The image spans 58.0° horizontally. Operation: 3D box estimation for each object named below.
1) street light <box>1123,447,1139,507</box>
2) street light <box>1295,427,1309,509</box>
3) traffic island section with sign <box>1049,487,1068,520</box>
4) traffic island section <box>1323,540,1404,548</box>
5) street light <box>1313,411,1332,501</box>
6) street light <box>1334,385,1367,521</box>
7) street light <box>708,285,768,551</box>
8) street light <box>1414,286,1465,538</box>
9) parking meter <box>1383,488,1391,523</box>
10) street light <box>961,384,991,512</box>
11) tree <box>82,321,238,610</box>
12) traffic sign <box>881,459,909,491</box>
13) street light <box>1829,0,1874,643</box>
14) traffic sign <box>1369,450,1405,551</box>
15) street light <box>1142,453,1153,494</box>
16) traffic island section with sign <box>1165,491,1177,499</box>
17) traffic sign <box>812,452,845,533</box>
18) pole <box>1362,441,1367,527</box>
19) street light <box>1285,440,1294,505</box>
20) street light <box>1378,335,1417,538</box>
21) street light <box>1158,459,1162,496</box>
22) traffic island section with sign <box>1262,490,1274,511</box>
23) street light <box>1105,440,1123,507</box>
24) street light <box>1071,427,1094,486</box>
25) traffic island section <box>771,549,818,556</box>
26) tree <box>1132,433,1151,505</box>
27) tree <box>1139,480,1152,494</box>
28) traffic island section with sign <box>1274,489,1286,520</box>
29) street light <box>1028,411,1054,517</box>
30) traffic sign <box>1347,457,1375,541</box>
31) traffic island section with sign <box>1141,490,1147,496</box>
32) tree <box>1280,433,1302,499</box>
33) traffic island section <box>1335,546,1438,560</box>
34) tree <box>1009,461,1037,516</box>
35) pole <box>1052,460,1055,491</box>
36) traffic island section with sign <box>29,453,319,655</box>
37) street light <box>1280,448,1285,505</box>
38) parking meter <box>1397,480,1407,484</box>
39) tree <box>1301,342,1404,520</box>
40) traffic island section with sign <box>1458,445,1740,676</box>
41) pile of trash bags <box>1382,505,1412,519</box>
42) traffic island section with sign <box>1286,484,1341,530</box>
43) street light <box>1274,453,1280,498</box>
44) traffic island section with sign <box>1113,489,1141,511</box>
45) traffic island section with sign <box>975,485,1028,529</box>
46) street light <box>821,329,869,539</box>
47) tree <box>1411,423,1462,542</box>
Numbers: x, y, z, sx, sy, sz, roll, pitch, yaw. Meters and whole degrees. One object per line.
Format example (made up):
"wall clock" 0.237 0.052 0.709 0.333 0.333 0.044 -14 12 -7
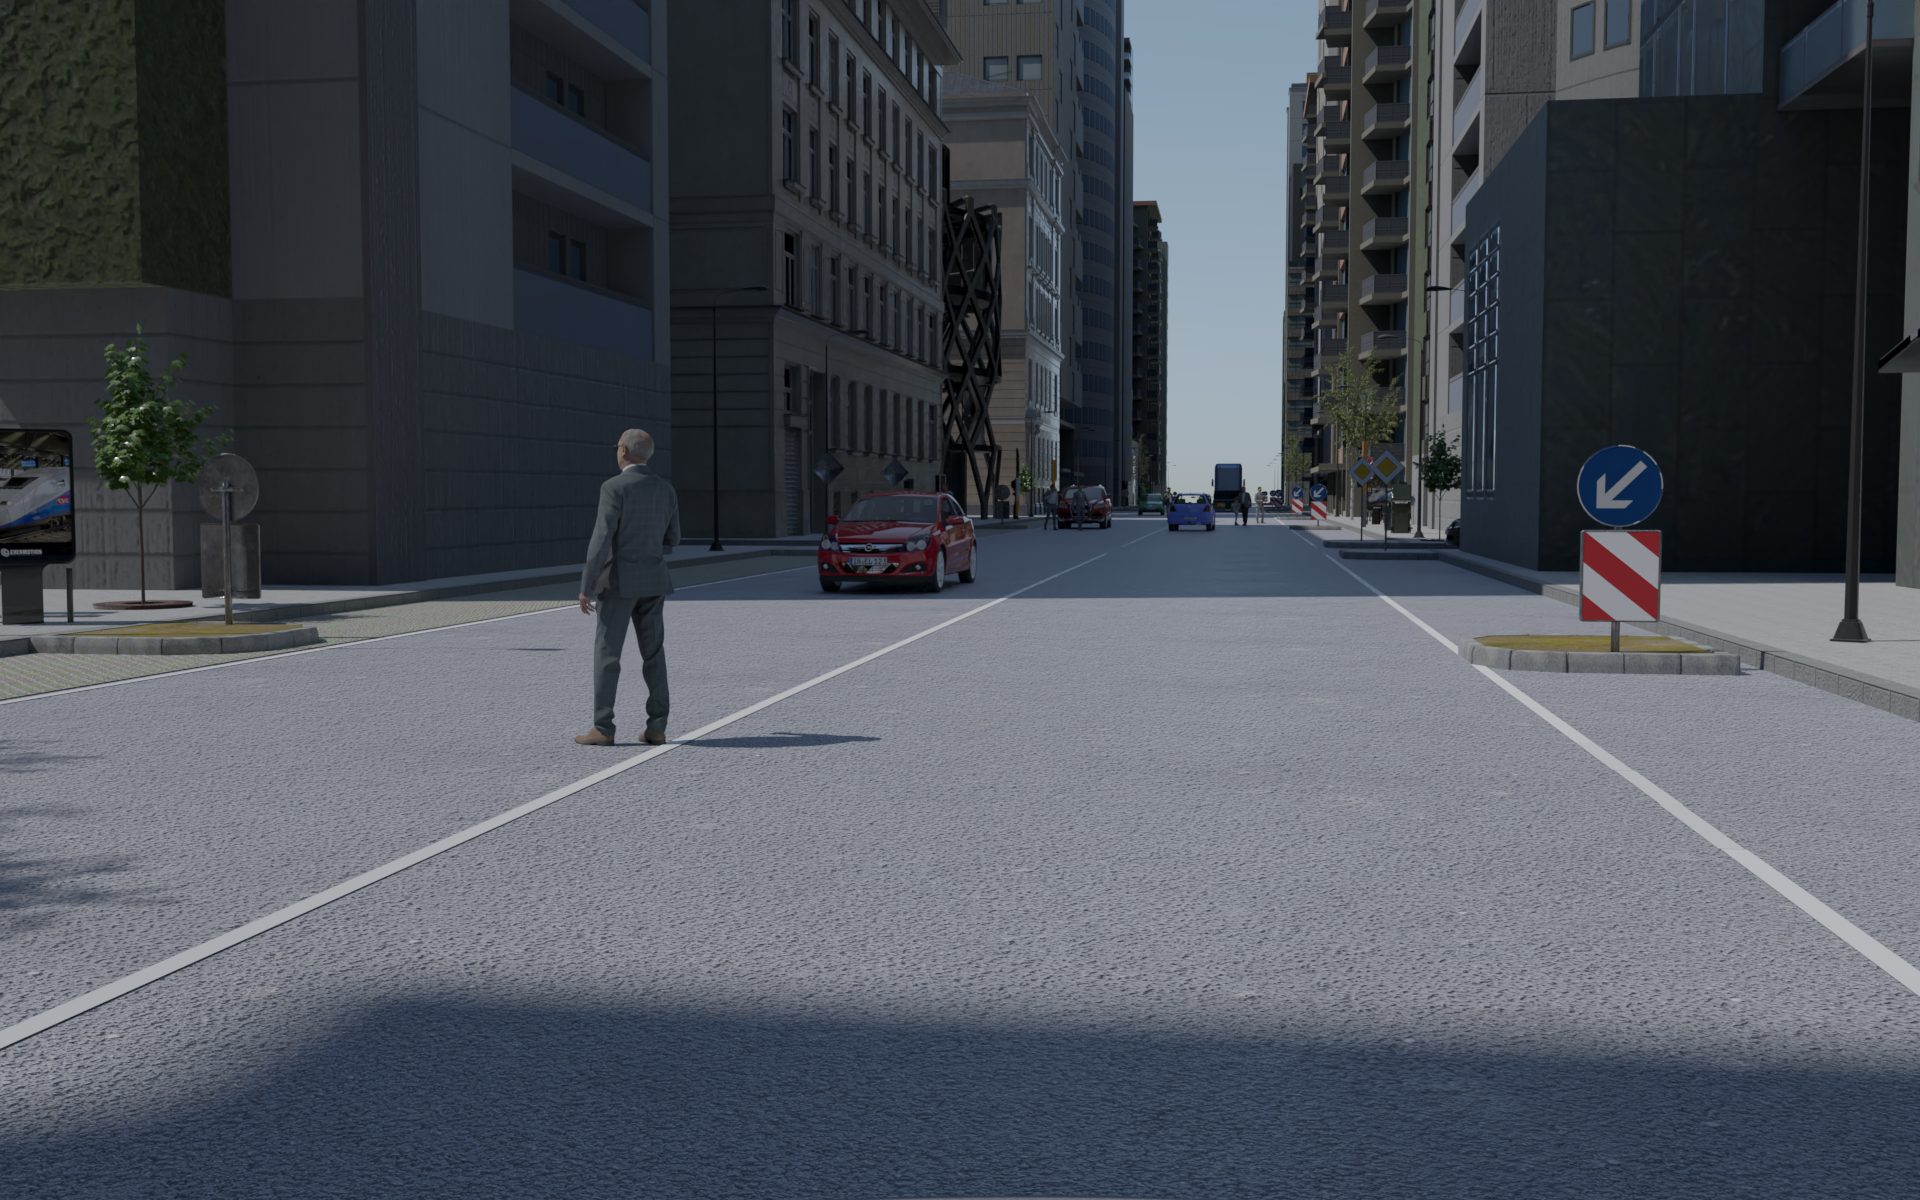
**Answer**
"street light" 16.876 -12.222 172.367 1.470 5.913 1.316 1 4 9
"street light" 25.242 -9.372 125.779 1.470 5.913 1.316 1 4 9
"traffic island section with sign" 6.069 -5.450 97.734 1.989 1.847 2.006 1 4 9
"traffic island section" 10.906 -1.510 46.963 2.009 0.180 2.903 1 4 9
"street light" 20.673 -7.630 97.290 1.470 5.913 1.316 1 4 9
"street light" 16.746 -6.202 73.943 1.470 5.913 1.316 1 4 9
"street light" -4.958 -4.049 38.749 1.470 5.913 1.316 1 4 9
"street light" 11.071 -4.046 38.698 1.470 5.913 1.316 1 4 9
"parking meter" 18.954 -4.182 76.787 0.372 1.533 0.369 0 3 0
"street light" 0.633 -6.175 73.494 1.470 5.913 1.316 1 4 9
"tree" -9.230 -1.517 19.409 1.663 3.219 1.824 0 3 0
"traffic sign" -1.842 -2.773 48.975 0.795 2.450 0.064 1 4 9
"street light" 7.228 -2.597 15.009 1.470 5.913 1.316 1 4 9
"traffic sign" 9.597 -2.163 39.008 0.795 2.450 0.064 1 4 9
"street light" 20.709 -13.652 195.754 1.470 5.913 1.316 1 4 9
"traffic island section with sign" 27.477 -13.489 229.164 1.989 1.847 2.006 1 4 9
"traffic sign" -3.126 -2.291 41.094 0.795 2.450 0.064 1 4 9
"pole" 15.641 -4.475 67.014 0.158 3.312 0.155 0 3 0
"street light" 28.989 -10.802 149.155 1.470 5.913 1.316 1 4 9
"street light" 12.894 -4.773 50.583 1.470 5.913 1.316 1 4 9
"street light" 26.130 -15.751 230.074 1.470 5.913 1.316 1 4 9
"traffic island section with sign" 26.565 -8.347 145.106 1.989 1.847 2.006 1 4 9
"street light" 13.052 -10.793 149.003 1.470 5.913 1.316 1 4 9
"street light" 8.304 -9.034 120.240 1.470 5.913 1.316 1 4 9
"traffic island section" -3.151 -1.155 41.159 2.009 0.180 2.903 1 4 9
"tree" 20.201 -15.250 199.699 4.360 8.622 3.978 0 3 0
"tree" 22.733 -13.334 212.618 1.663 3.219 1.824 0 3 0
"traffic island section with sign" 18.606 -5.358 96.224 1.989 1.847 2.006 1 4 9
"street light" 4.527 -7.603 96.847 1.470 5.913 1.316 1 4 9
"traffic sign" 10.881 -2.645 46.890 0.795 2.450 0.064 1 4 9
"traffic island section with sign" 18.444 -10.100 173.767 1.989 1.847 2.006 1 4 9
"tree" 39.443 -15.478 203.434 4.737 8.622 4.395 0 3 0
"traffic island section" 9.622 -1.028 39.082 2.009 0.180 2.903 1 4 9
"tree" 3.599 -6.495 100.801 1.663 3.219 1.824 0 3 0
"pole" 5.586 -6.697 103.332 0.158 3.312 0.155 0 3 0
"traffic island section with sign" -7.199 -0.467 16.258 1.989 1.847 2.006 1 4 9
"street light" 32.974 -12.249 172.804 1.470 5.913 1.316 1 4 9
"parking meter" 18.444 -4.070 72.248 0.399 1.863 0.255 0 4 -1
"tree" 19.405 -8.200 84.435 4.737 8.622 4.395 0 3 0
"traffic island section with sign" 5.336 -0.374 14.748 1.989 1.847 2.006 1 4 9
"pile of trash bags" 22.186 -4.748 87.379 1.912 1.369 3.447 0 4 -7
"traffic island section with sign" 14.268 -3.730 69.609 1.989 1.847 2.006 1 4 9
"street light" 38.567 -14.395 207.904 1.470 5.913 1.316 1 4 9
"traffic island section with sign" 14.018 -8.436 146.549 1.989 1.847 2.006 1 4 9
"traffic island section with sign" 1.738 -3.823 71.128 1.989 1.847 2.006 1 4 9
"street light" -3.248 -4.680 49.057 1.470 5.913 1.316 1 4 9
"tree" 13.060 -3.207 47.035 1.663 3.219 1.824 0 3 0
